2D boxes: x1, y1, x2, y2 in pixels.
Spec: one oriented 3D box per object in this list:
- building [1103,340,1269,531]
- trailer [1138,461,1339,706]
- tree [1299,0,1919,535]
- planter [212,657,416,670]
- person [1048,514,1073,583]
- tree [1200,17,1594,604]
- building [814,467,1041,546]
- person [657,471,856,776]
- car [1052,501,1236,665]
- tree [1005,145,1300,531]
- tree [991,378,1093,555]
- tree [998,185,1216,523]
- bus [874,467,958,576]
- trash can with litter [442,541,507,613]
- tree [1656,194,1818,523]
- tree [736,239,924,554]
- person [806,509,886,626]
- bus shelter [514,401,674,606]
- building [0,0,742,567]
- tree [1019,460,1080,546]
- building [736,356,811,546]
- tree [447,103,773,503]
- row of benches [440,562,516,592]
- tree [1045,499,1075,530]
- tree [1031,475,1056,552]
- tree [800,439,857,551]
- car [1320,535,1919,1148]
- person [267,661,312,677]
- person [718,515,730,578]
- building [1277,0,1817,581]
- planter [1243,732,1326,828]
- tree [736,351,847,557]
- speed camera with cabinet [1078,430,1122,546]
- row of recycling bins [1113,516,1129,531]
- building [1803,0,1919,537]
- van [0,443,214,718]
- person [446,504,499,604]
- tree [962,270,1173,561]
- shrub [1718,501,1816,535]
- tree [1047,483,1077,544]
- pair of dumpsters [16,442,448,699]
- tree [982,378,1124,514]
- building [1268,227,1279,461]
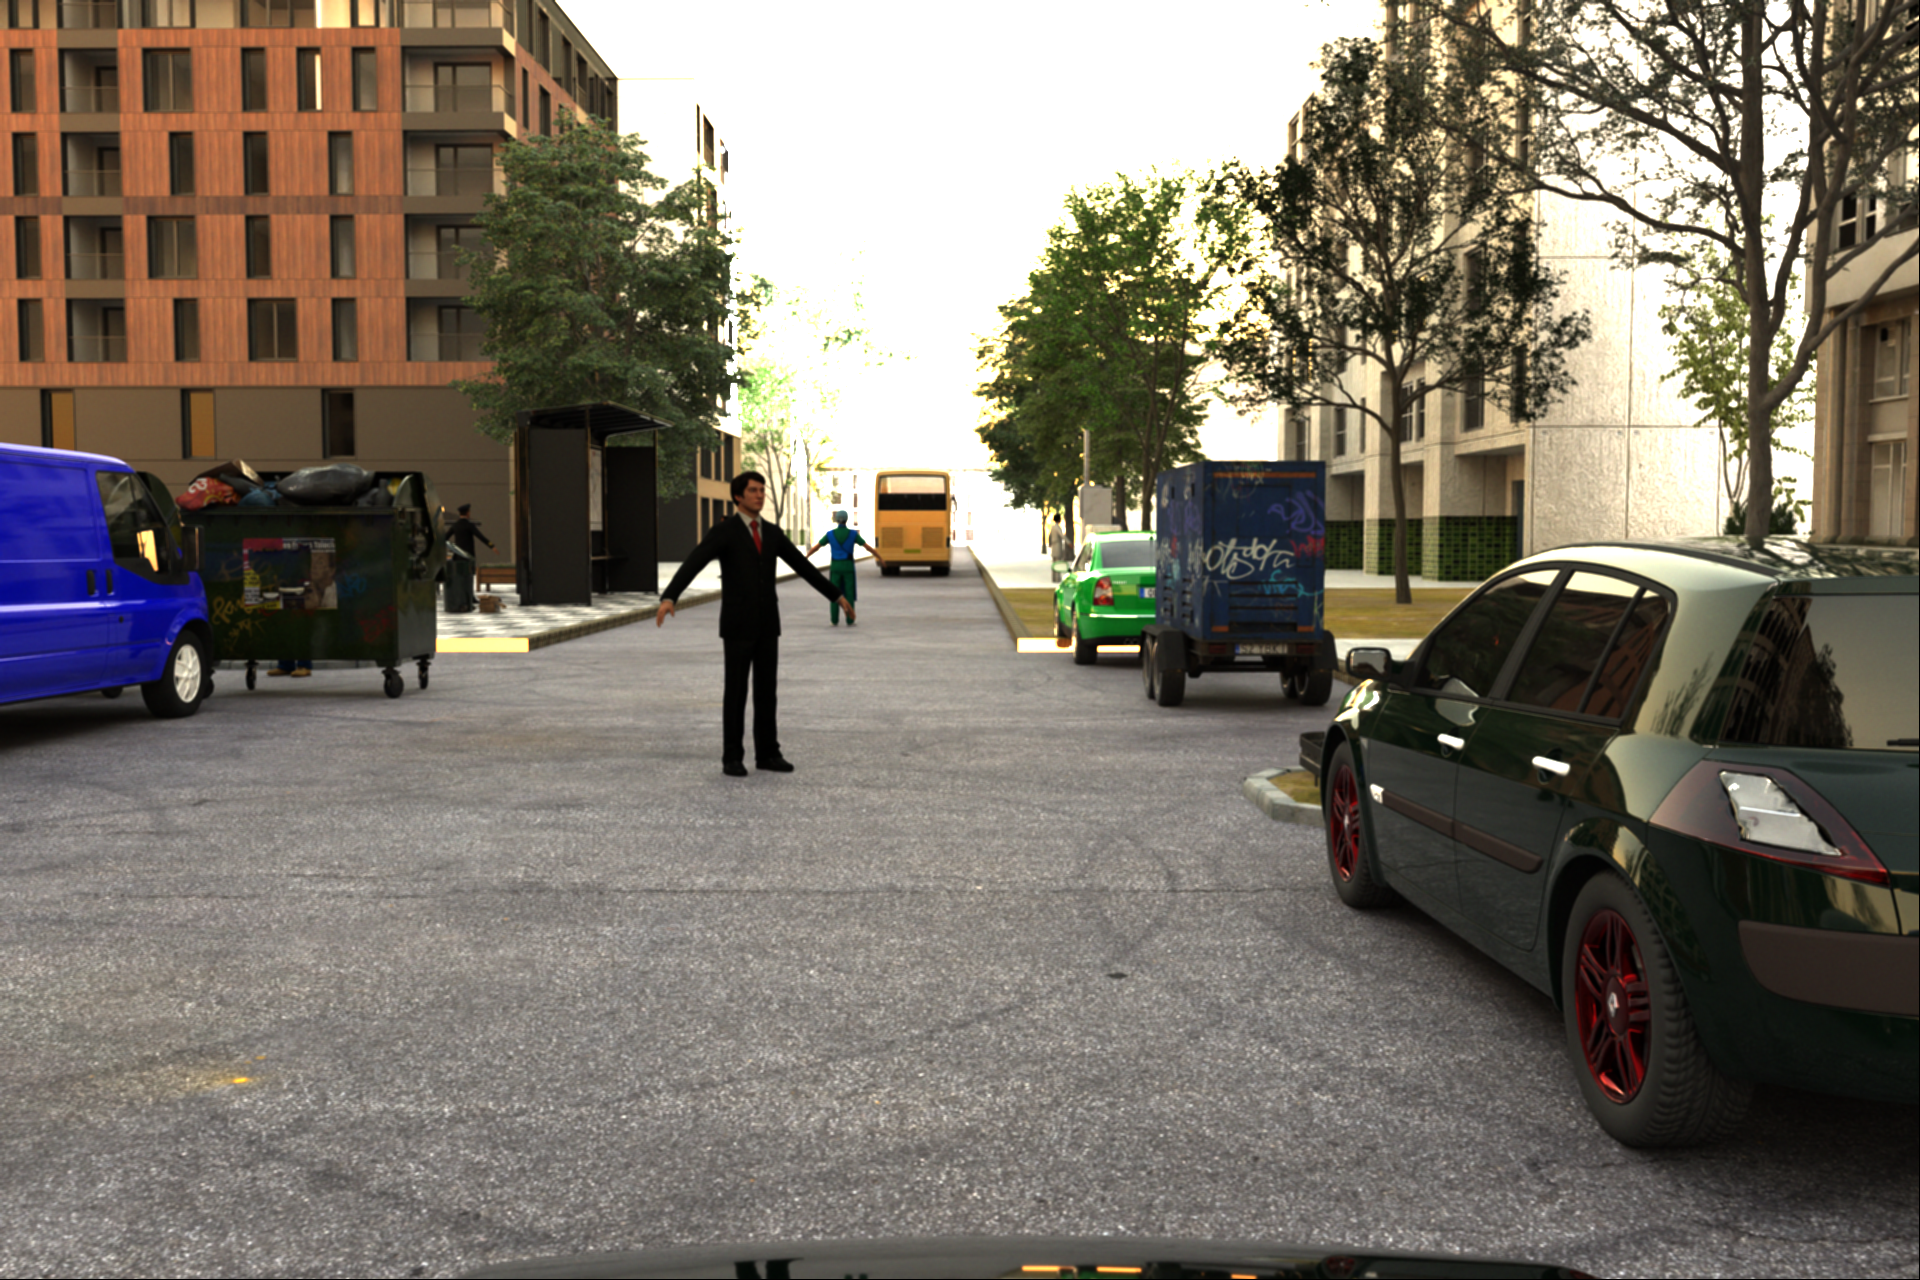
[{"bbox_3d":[22.318,-18.333,166.203,16.747,18.905,31.486,0,4,0],"label":"building"},{"bbox_3d":[2.323,-0.515,15.463,1.471,1.999,3.904,0,4,-1],"label":"trailer"},{"bbox_3d":[8.453,-6.569,17.773,12.009,13.543,11.850,0,3,0],"label":"tree"},{"bbox_3d":[-7.159,0.114,19.270,1.991,0.319,1.994,0,4,1],"label":"planter"},{"bbox_3d":[2.599,-2.422,45.787,0.705,1.806,1.347,-2,4,-23],"label":"person"},{"bbox_3d":[7.881,-5.956,31.801,7.601,10.594,8.767,1,4,18],"label":"tree"},{"bbox_3d":[-3.804,-16.597,215.966,28.070,9.664,9.099,0,4,0],"label":"building"},{"bbox_3d":[-1.244,-0.108,10.405,1.347,1.806,0.705,-3,4,-37],"label":"person"},{"bbox_3d":[2.106,-0.710,20.408,1.959,1.807,4.718,0,4,-1],"label":"car"},{"bbox_3d":[5.171,-7.374,46.324,9.928,11.665,9.643,0,3,0],"label":"tree"},{"bbox_3d":[5.430,-11.209,109.024,9.928,11.665,9.643,0,3,0],"label":"tree"},{"bbox_3d":[4.945,-8.487,56.897,7.486,12.596,7.792,0,3,0],"label":"tree"},{"bbox_3d":[-1.543,-4.353,62.714,2.896,3.916,12.252,0,4,0],"label":"bus"},{"bbox_3d":[-7.969,-1.038,28.352,1.055,1.170,0.624,0,4,0],"label":"trash can with litter"},{"bbox_3d":[16.588,-5.279,36.680,4.737,8.622,4.395,0,3,0],"label":"tree"},{"bbox_3d":[-8.259,-15.546,110.060,12.611,20.169,13.585,0,3,0],"label":"tree"},{"bbox_3d":[-1.830,-1.130,27.057,1.347,1.817,0.704,0,4,3],"label":"person"},{"bbox_3d":[-7.003,-2.599,33.784,1.731,3.624,6.357,0,4,1],"label":"bus shelter"},{"bbox_3d":[-25.836,-14.187,75.928,27.936,21.610,32.646,0,4,1],"label":"building"},{"bbox_3d":[5.385,-9.179,100.439,4.737,8.622,4.395,0,3,0],"label":"tree"},{"bbox_3d":[-25.932,-19.681,188.247,16.747,18.905,31.486,0,3,0],"label":"building"},{"bbox_3d":[-10.449,-8.872,51.705,9.857,13.997,8.962,0,3,0],"label":"tree"},{"bbox_3d":[-10.204,-1.408,38.487,4.104,0.672,1.422,0,4,7],"label":"row of benches"},{"bbox_3d":[13.295,-16.407,218.613,4.360,8.622,3.978,0,3,0],"label":"tree"},{"bbox_3d":[5.452,-10.537,122.639,4.737,8.622,4.395,0,3,0],"label":"tree"},{"bbox_3d":[-10.266,-10.862,127.957,4.360,8.622,3.978,0,3,0],"label":"tree"},{"bbox_3d":[2.343,0.265,5.456,2.009,1.686,4.222,0,4,-1],"label":"car"},{"bbox_3d":[-6.758,-0.553,17.464,1.349,1.833,0.705,2,4,26],"label":"person"},{"bbox_3d":[-6.882,-2.720,50.608,0.704,1.843,1.345,-2,4,-35],"label":"person"},{"bbox_3d":[21.302,-11.512,54.673,16.747,18.905,31.486,0,3,0],"label":"building"},{"bbox_3d":[2.557,0.732,9.175,1.991,0.319,1.994,0,4,-1],"label":"planter"},{"bbox_3d":[-10.177,-10.494,97.331,9.928,11.665,9.643,0,3,0],"label":"tree"},{"bbox_3d":[2.613,-2.316,32.204,0.660,3.252,2.038,0,4,-2],"label":"speed camera with cabinet"},{"bbox_3d":[3.262,-2.000,39.816,1.069,1.692,3.534,0,4,1],"label":"row of recycling bins"},{"bbox_3d":[25.513,-12.561,12.977,19.016,26.051,41.698,0,4,0],"label":"building"},{"bbox_3d":[-6.958,-0.452,11.780,2.240,2.365,5.245,0,4,0],"label":"van"},{"bbox_3d":[-9.105,-1.590,31.931,1.347,1.837,0.705,2,4,24],"label":"person"},{"bbox_3d":[5.034,-10.665,81.023,9.857,13.997,8.962,0,3,0],"label":"tree"},{"bbox_3d":[13.929,-1.570,30.092,1.690,2.028,1.600,0,3,0],"label":"shrub"},{"bbox_3d":[12.558,-16.105,213.678,4.737,8.622,4.395,0,3,0],"label":"tree"},{"bbox_3d":[-6.980,-0.643,15.465,4.436,2.255,1.574,0,4,0],"label":"pair of dumpsters"},{"bbox_3d":[4.971,-9.579,91.028,8.767,10.594,7.601,1,4,16],"label":"tree"},{"bbox_3d":[23.344,-14.957,100.969,16.016,20.090,11.380,0,4,1],"label":"building"}]
